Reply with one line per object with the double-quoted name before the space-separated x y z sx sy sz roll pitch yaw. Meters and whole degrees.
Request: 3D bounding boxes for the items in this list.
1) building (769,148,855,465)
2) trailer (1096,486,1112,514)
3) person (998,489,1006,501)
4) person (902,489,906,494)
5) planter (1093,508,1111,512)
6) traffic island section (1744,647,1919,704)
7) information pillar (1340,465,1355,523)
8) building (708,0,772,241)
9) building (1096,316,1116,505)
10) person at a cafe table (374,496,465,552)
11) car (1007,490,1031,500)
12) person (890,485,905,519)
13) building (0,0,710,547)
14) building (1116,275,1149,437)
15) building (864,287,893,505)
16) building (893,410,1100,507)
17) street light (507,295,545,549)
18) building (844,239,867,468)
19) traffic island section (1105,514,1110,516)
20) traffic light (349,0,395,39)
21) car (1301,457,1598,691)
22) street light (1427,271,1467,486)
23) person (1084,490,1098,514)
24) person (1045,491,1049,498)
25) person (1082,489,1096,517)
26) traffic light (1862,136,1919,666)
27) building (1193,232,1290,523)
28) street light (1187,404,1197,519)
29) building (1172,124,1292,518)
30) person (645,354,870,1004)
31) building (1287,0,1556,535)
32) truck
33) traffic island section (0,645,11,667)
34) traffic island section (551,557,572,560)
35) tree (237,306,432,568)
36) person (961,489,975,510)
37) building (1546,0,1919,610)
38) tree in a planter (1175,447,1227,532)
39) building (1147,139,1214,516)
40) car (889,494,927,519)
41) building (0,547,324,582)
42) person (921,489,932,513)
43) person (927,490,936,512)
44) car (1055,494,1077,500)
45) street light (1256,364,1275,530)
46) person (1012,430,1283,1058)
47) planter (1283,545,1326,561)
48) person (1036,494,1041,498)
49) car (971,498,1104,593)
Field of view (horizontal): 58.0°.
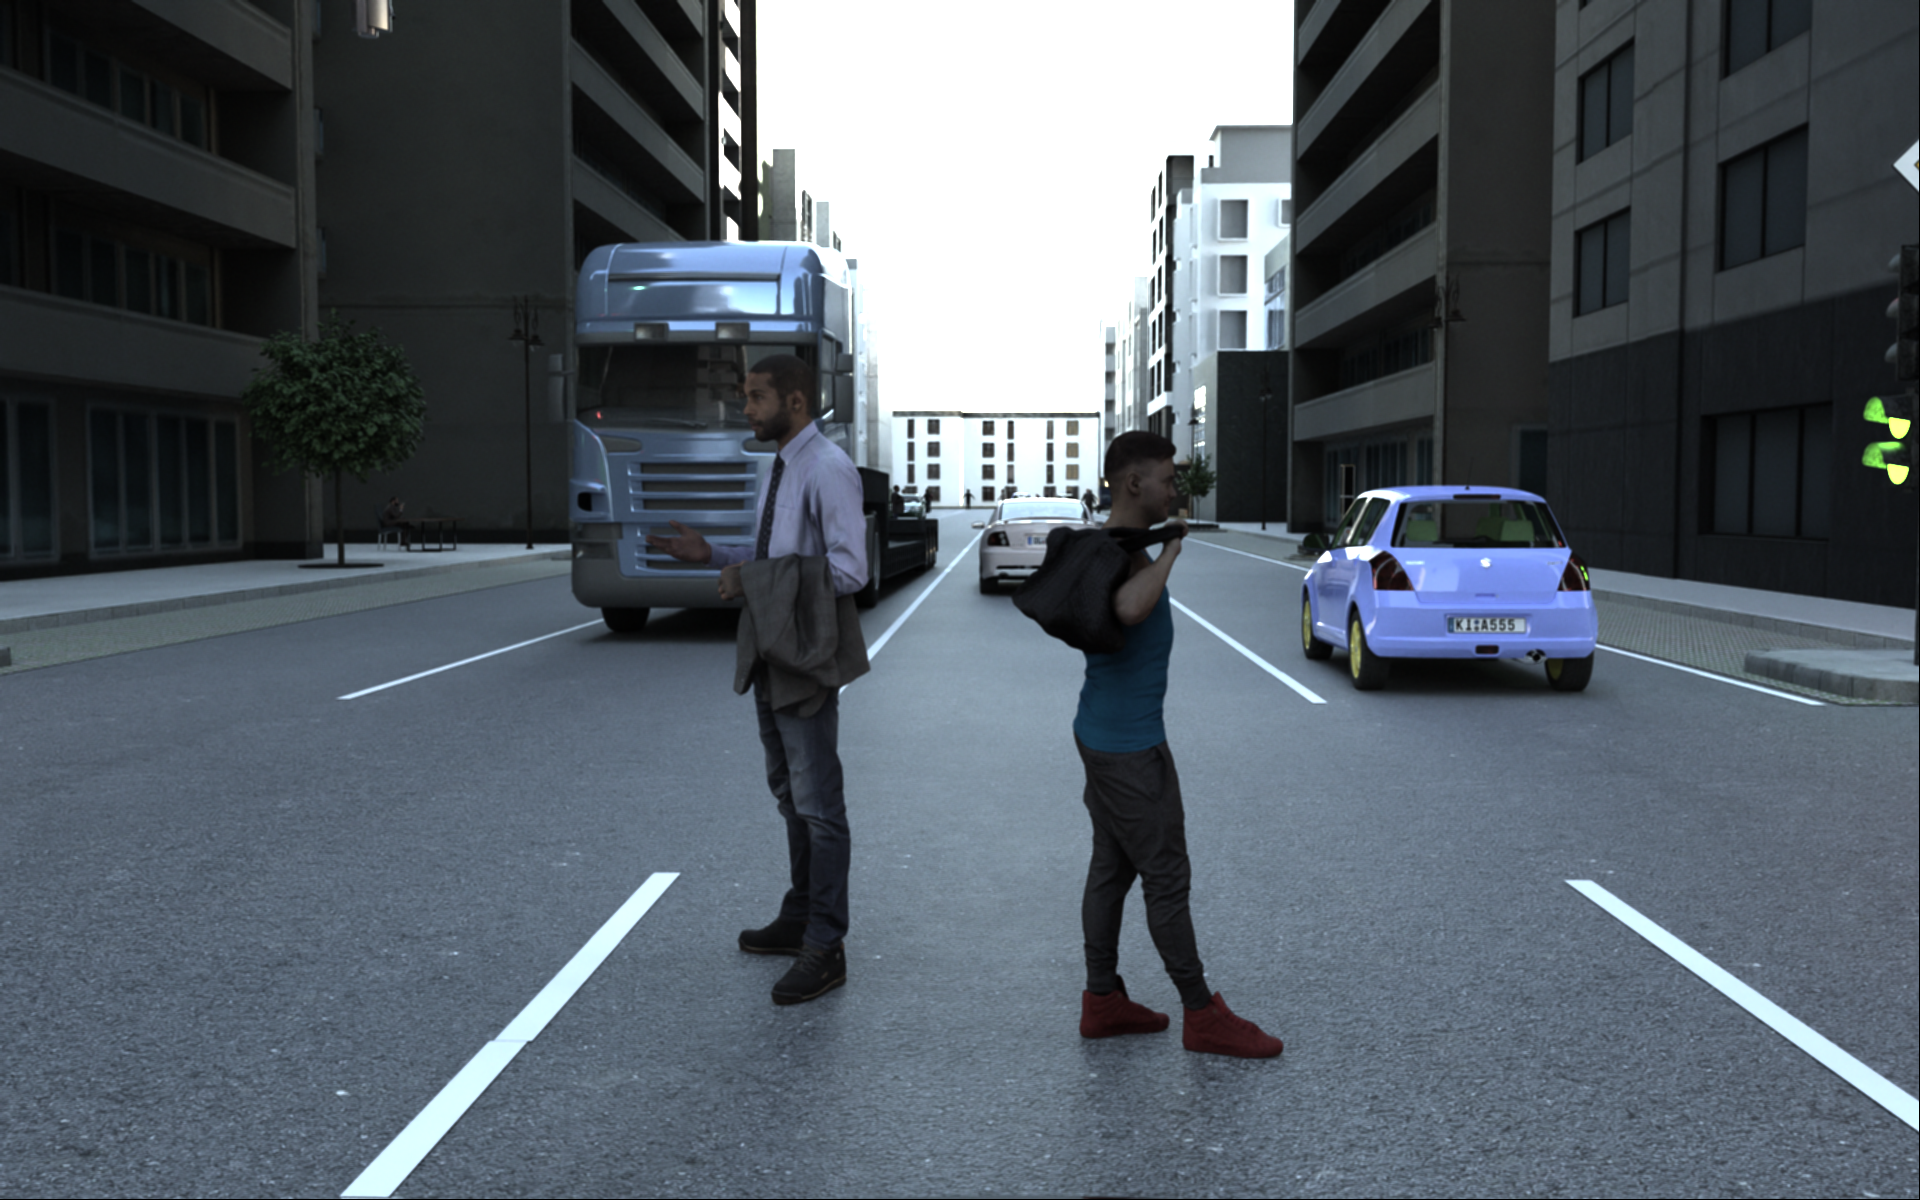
"building" -16.189 -14.577 104.787 16.747 18.905 31.486 0 4 2
"trailer" 10.709 -7.333 126.941 1.471 1.999 3.904 0 4 2
"person" 3.442 -8.092 140.802 0.705 1.824 1.348 -2 4 -24
"person" -3.833 -6.469 114.796 0.721 1.766 1.217 0 4 3
"planter" 11.547 -7.378 141.776 1.991 0.319 1.994 0 4 2
"traffic island section" 7.247 0.570 12.964 2.009 0.180 2.903 0 4 2
"information pillar" 9.763 -2.397 43.676 0.304 2.012 0.304 0 4 -2
"building" -16.658 -18.870 80.233 14.160 30.474 14.107 0 4 2
"building" 20.020 -19.717 178.797 11.380 20.091 16.016 0 4 2
"person at a cafe table" -12.246 -1.718 38.947 1.726 1.238 1.698 0 4 1
"car" 4.156 -6.625 117.917 1.945 1.707 3.694 0 4 1
"person" -2.077 -2.953 57.596 0.431 1.722 0.655 -1 4 -9
"building" -20.365 -26.317 53.985 21.300 48.544 21.600 0 4 2
"building" 22.634 -17.235 148.253 16.747 18.905 31.486 0 4 2
"building" -22.442 -17.788 157.286 31.486 18.905 16.747 0 4 2
"building" 0.219 -14.375 177.173 28.070 9.664 9.099 0 4 2
"street light" -10.046 -4.127 40.267 0.468 5.910 1.993 0 4 2
"building" -14.883 -16.524 126.595 16.016 20.091 11.380 0 4 2
"traffic island section" 10.641 -5.619 114.728 1.991 0.108 1.994 0 4 2
"traffic light" -6.772 -2.365 13.335 4.771 5.953 1.251 0 4 2
"car" 3.785 -0.265 13.917 1.945 1.707 3.694 0 4 3
"street light" 10.094 -3.869 36.039 0.468 5.910 1.993 0 4 2
"person" 9.227 -6.946 122.885 1.217 1.723 0.721 -1 4 -16
"person" 7.373 -8.417 147.041 0.530 1.710 0.541 1 4 23
"person" 8.037 -6.069 108.273 0.990 1.755 0.434 -1 4 -10
"traffic light" 7.207 -1.464 12.852 0.839 4.253 0.868 0 4 2
"building" 22.544 -46.332 70.204 22.319 86.520 31.000 0 4 2
"street light" 11.758 -7.018 87.537 0.468 5.910 1.993 0 4 2
"building" 19.814 -14.549 94.301 16.016 20.091 11.380 0 4 2
"person" -0.595 0.201 5.078 0.599 1.838 0.709 -2 4 -25
"building" 21.139 -25.776 45.144 21.300 48.544 21.600 0 4 2
"truck" -2.098 -2.151 24.934 2.967 4.110 18.799 0 4 3
"traffic island section" -8.905 0.537 13.506 2.009 0.180 2.903 0 4 2
"traffic island section" -7.760 -0.934 38.132 1.991 0.108 1.994 0 4 2
"tree" -10.960 -2.863 30.530 4.285 4.588 4.351 0 3 0
"person" 0.733 -9.127 157.364 1.348 1.869 0.705 -1 4 -20
"building" 20.867 -35.581 20.003 20.611 71.187 20.563 0 4 2
"tree in a planter" 8.990 -4.165 65.321 1.991 3.239 1.994 0 4 2
"building" 26.388 -16.639 116.020 27.936 21.610 32.646 0 4 2
"car" -2.826 -4.970 93.054 2.131 1.459 4.920 0 4 2
"building" -23.706 -24.422 22.996 21.300 48.544 21.600 0 4 2
"person" -2.531 -7.535 131.724 0.705 1.821 1.348 3 5 42
"person" -2.474 -7.840 137.400 1.217 1.743 0.721 0 4 4
"car" 7.875 -7.379 130.430 2.009 1.686 4.222 0 4 0
"street light" 10.867 -5.444 61.790 0.468 5.910 1.993 0 4 2
"person" 0.479 0.362 4.449 0.662 1.594 0.647 -1 4 -9
"planter" 8.068 -1.007 37.609 1.991 0.319 1.994 0 4 2
"person" 6.194 -7.582 135.694 0.421 1.427 0.697 3 4 36
"car" 1.214 -0.855 26.338 2.083 1.381 4.827 0 4 0
